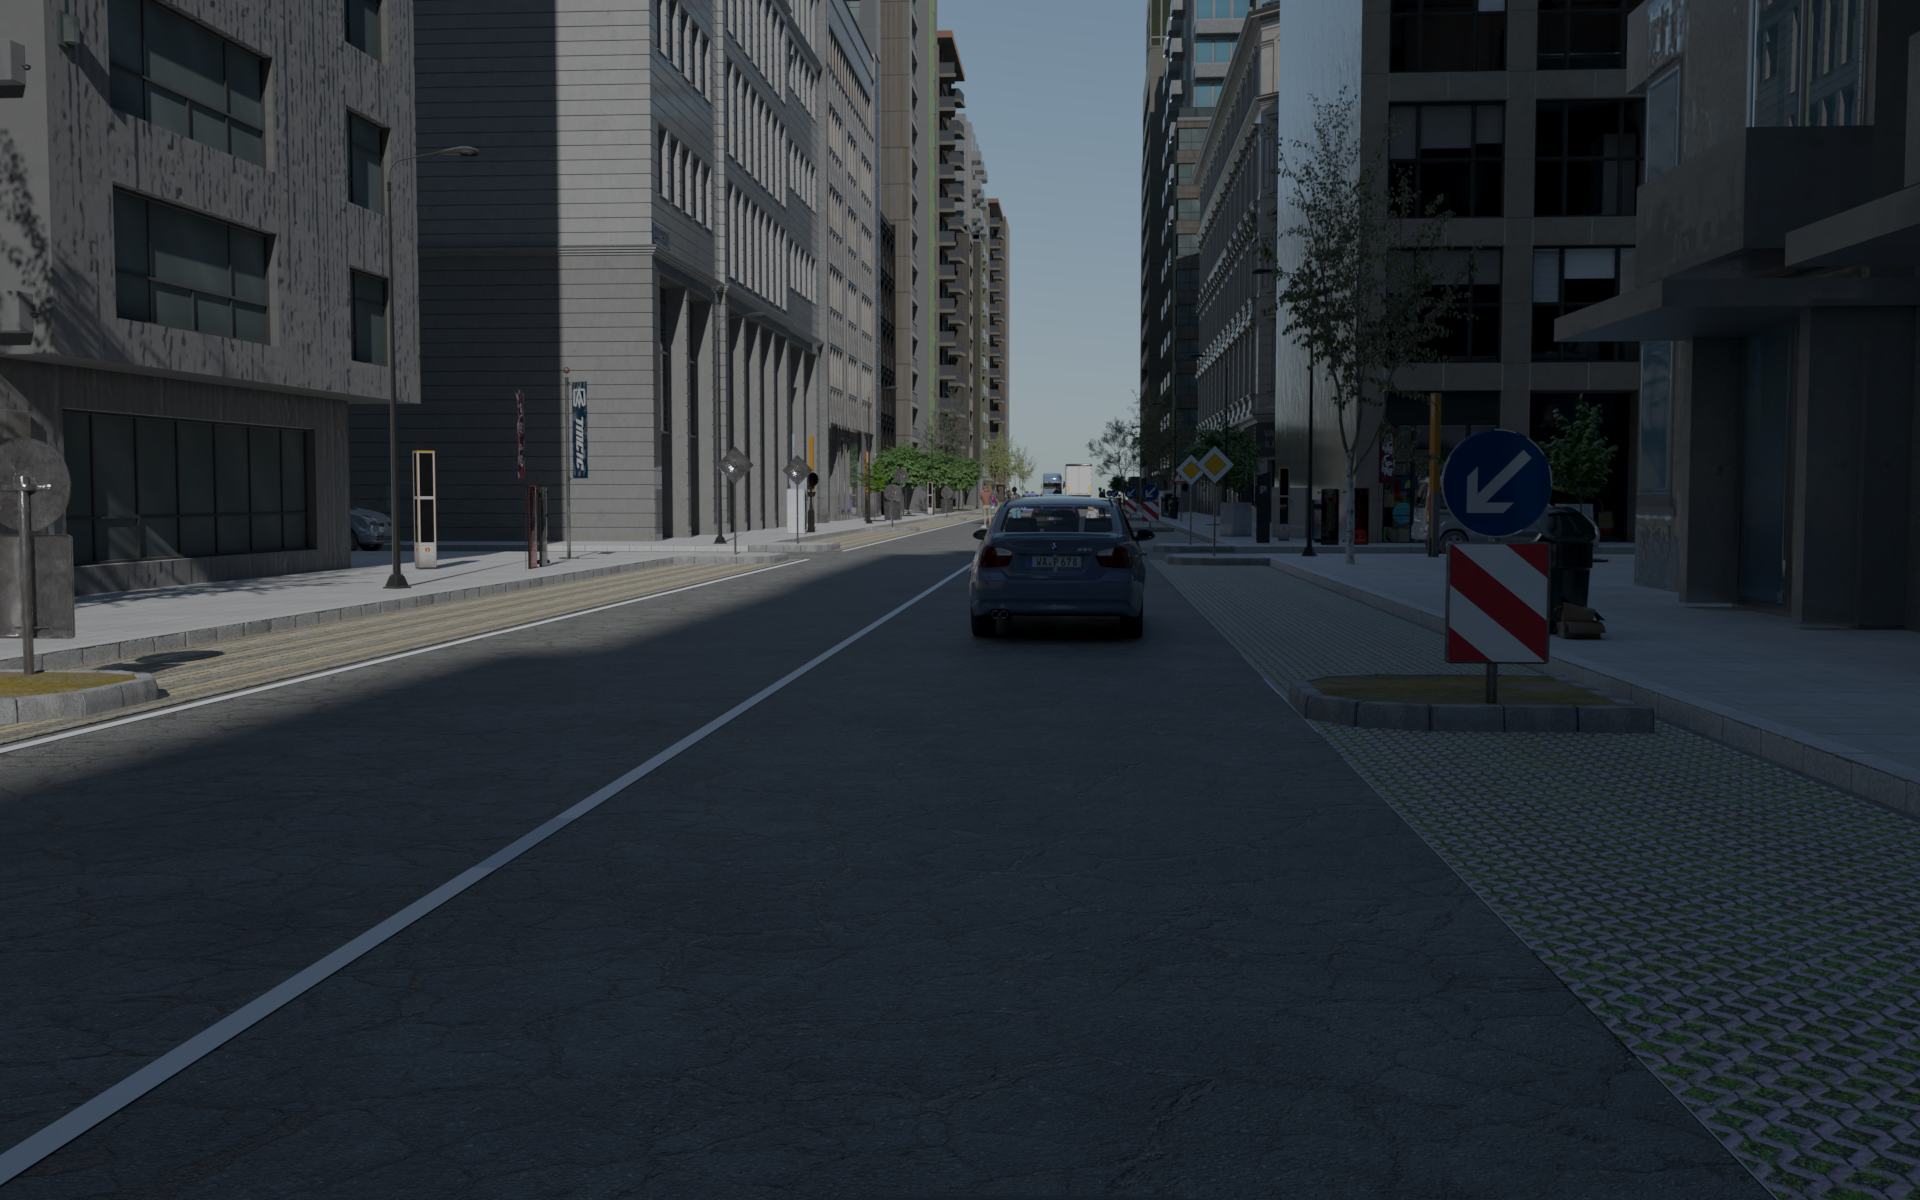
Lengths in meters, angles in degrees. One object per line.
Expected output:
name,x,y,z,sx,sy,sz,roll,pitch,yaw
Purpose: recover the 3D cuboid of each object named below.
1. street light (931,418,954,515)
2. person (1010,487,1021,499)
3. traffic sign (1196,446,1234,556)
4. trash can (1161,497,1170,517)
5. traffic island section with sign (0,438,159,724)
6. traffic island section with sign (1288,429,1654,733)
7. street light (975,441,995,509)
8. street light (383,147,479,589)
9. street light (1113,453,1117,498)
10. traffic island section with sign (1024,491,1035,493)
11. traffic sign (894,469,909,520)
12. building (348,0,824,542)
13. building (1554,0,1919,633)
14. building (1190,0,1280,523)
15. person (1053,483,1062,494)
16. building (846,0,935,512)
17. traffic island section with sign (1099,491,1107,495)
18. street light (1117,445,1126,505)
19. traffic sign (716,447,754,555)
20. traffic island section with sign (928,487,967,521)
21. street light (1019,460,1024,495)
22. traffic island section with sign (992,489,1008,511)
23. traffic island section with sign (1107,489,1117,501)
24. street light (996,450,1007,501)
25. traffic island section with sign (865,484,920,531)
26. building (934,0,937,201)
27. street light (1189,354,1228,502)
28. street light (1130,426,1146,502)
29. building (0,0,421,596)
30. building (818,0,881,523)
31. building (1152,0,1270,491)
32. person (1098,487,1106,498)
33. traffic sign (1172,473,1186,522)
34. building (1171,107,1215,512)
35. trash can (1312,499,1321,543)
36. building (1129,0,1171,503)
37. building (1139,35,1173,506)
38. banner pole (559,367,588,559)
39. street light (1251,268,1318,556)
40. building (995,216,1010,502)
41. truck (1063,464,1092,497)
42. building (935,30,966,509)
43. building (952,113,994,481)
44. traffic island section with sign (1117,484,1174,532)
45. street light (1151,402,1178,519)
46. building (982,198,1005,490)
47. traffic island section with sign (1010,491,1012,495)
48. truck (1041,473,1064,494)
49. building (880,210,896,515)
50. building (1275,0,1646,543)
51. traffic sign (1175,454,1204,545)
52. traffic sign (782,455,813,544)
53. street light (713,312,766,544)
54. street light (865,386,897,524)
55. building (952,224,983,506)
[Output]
street light,-1.169,-8.145,105.713,1.470,5.913,1.316,0,4,4
person,2.176,-3.542,67.254,0.563,1.720,0.643,-2,4,-35
traffic sign,5.268,-1.970,35.851,0.795,2.450,0.064,0,4,4
trash can,11.555,-5.217,96.957,0.748,1.137,0.748,0,3,0
traffic island section with sign,-6.571,-0.179,11.555,1.989,1.847,2.006,0,4,4
traffic island section with sign,3.210,-0.164,11.307,1.989,1.847,2.006,0,4,4
street light,2.047,-10.974,151.962,1.470,5.913,1.316,0,4,4
street light,-7.123,-3.108,23.351,1.470,5.913,1.316,0,4,4
street light,18.055,-13.606,194.998,1.470,5.913,1.316,0,4,4
traffic island section with sign,10.695,-14.932,252.771,1.989,1.847,2.006,0,4,4
traffic sign,-2.942,-5.277,86.392,0.768,2.556,0.104,1,4,9
building,-12.560,-17.334,60.908,11.434,29.767,29.804,0,4,4
building,18.080,-23.845,9.479,23.786,49.044,30.456,0,4,4
building,22.534,-19.512,95.432,17.030,29.872,44.131,0,4,4
person,4.174,-3.950,72.449,0.474,1.900,0.648,-3,4,-37
building,-9.406,-27.109,126.819,14.154,41.232,14.086,0,4,4
traffic island section with sign,12.621,-8.209,142.844,1.989,1.847,2.006,0,4,4
street light,15.970,-11.745,164.568,1.470,5.913,1.316,0,4,4
traffic sign,-4.749,-2.015,36.585,0.795,2.450,0.064,0,4,4
traffic island section with sign,-0.664,-5.230,94.135,1.989,1.847,2.006,0,4,4
street light,8.016,-16.075,235.366,1.470,5.913,1.316,0,4,4
traffic island section with sign,2.865,-8.245,143.441,1.989,1.847,2.006,0,4,4
traffic island section with sign,9.081,-5.181,93.336,1.989,1.847,2.006,0,4,4
street light,4.202,-12.835,182.388,1.470,5.913,1.316,0,4,4
traffic island section with sign,-2.596,-3.575,67.075,1.989,1.847,2.006,0,4,4
building,-9.323,-30.037,141.208,14.600,45.320,14.200,0,4,4
street light,8.287,-5.194,57.460,1.470,5.913,1.316,0,4,4
street light,12.534,-8.916,118.315,1.470,5.913,1.316,0,4,4
building,-16.709,-15.572,26.298,14.107,30.474,14.160,0,4,4
building,-11.082,-16.381,85.845,12.078,24.808,19.932,0,4,4
building,29.426,-32.655,153.520,23.786,49.044,30.456,0,4,4
person,8.542,-5.934,105.294,0.755,1.850,0.659,-1,4,-11
traffic sign,10.158,-4.862,79.498,0.884,2.594,0.081,1,4,10
building,23.199,-22.051,132.234,14.160,30.474,14.107,0,4,4
trash can,9.618,-2.095,45.904,0.748,1.137,0.748,0,3,0
building,34.101,-49.091,240.889,20.563,71.187,20.611,0,4,4
building,29.955,-34.029,180.078,21.300,48.544,21.600,0,4,4
banner pole,-7.573,-2.695,34.080,0.863,3.779,0.401,3,5,40
street light,6.686,-3.863,35.700,1.470,5.913,1.316,0,4,4
building,0.546,-37.985,271.163,14.600,45.320,14.200,0,4,4
truck,11.330,-10.837,166.099,2.839,4.237,11.283,0,4,3
building,-11.009,-31.087,162.893,22.147,44.769,28.867,0,4,4
building,-7.963,-36.747,220.426,23.786,49.044,30.456,0,4,4
traffic island section with sign,7.108,-3.501,65.868,1.989,1.847,2.006,0,4,4
street light,10.371,-7.055,87.890,1.470,5.913,1.316,0,4,4
building,-4.985,-36.416,250.026,22.147,44.769,28.867,0,4,4
traffic island section with sign,4.844,-9.935,171.063,1.989,1.847,2.006,0,4,4
truck,12.103,-14.647,229.238,2.967,4.110,18.799,0,4,2
building,-10.841,-16.798,104.327,12.332,23.373,15.834,0,4,4
building,27.943,-15.183,52.752,34.151,26.468,19.350,0,4,4
traffic sign,5.838,-2.457,43.816,0.795,2.450,0.064,0,4,4
traffic sign,-4.179,-2.502,44.550,0.795,2.450,0.064,0,4,4
street light,-5.649,-4.399,44.473,1.470,5.913,1.316,0,4,4
street light,-3.400,-6.260,74.891,1.470,5.913,1.316,0,4,4
building,-4.969,-25.242,184.401,14.160,30.474,14.107,0,4,4
